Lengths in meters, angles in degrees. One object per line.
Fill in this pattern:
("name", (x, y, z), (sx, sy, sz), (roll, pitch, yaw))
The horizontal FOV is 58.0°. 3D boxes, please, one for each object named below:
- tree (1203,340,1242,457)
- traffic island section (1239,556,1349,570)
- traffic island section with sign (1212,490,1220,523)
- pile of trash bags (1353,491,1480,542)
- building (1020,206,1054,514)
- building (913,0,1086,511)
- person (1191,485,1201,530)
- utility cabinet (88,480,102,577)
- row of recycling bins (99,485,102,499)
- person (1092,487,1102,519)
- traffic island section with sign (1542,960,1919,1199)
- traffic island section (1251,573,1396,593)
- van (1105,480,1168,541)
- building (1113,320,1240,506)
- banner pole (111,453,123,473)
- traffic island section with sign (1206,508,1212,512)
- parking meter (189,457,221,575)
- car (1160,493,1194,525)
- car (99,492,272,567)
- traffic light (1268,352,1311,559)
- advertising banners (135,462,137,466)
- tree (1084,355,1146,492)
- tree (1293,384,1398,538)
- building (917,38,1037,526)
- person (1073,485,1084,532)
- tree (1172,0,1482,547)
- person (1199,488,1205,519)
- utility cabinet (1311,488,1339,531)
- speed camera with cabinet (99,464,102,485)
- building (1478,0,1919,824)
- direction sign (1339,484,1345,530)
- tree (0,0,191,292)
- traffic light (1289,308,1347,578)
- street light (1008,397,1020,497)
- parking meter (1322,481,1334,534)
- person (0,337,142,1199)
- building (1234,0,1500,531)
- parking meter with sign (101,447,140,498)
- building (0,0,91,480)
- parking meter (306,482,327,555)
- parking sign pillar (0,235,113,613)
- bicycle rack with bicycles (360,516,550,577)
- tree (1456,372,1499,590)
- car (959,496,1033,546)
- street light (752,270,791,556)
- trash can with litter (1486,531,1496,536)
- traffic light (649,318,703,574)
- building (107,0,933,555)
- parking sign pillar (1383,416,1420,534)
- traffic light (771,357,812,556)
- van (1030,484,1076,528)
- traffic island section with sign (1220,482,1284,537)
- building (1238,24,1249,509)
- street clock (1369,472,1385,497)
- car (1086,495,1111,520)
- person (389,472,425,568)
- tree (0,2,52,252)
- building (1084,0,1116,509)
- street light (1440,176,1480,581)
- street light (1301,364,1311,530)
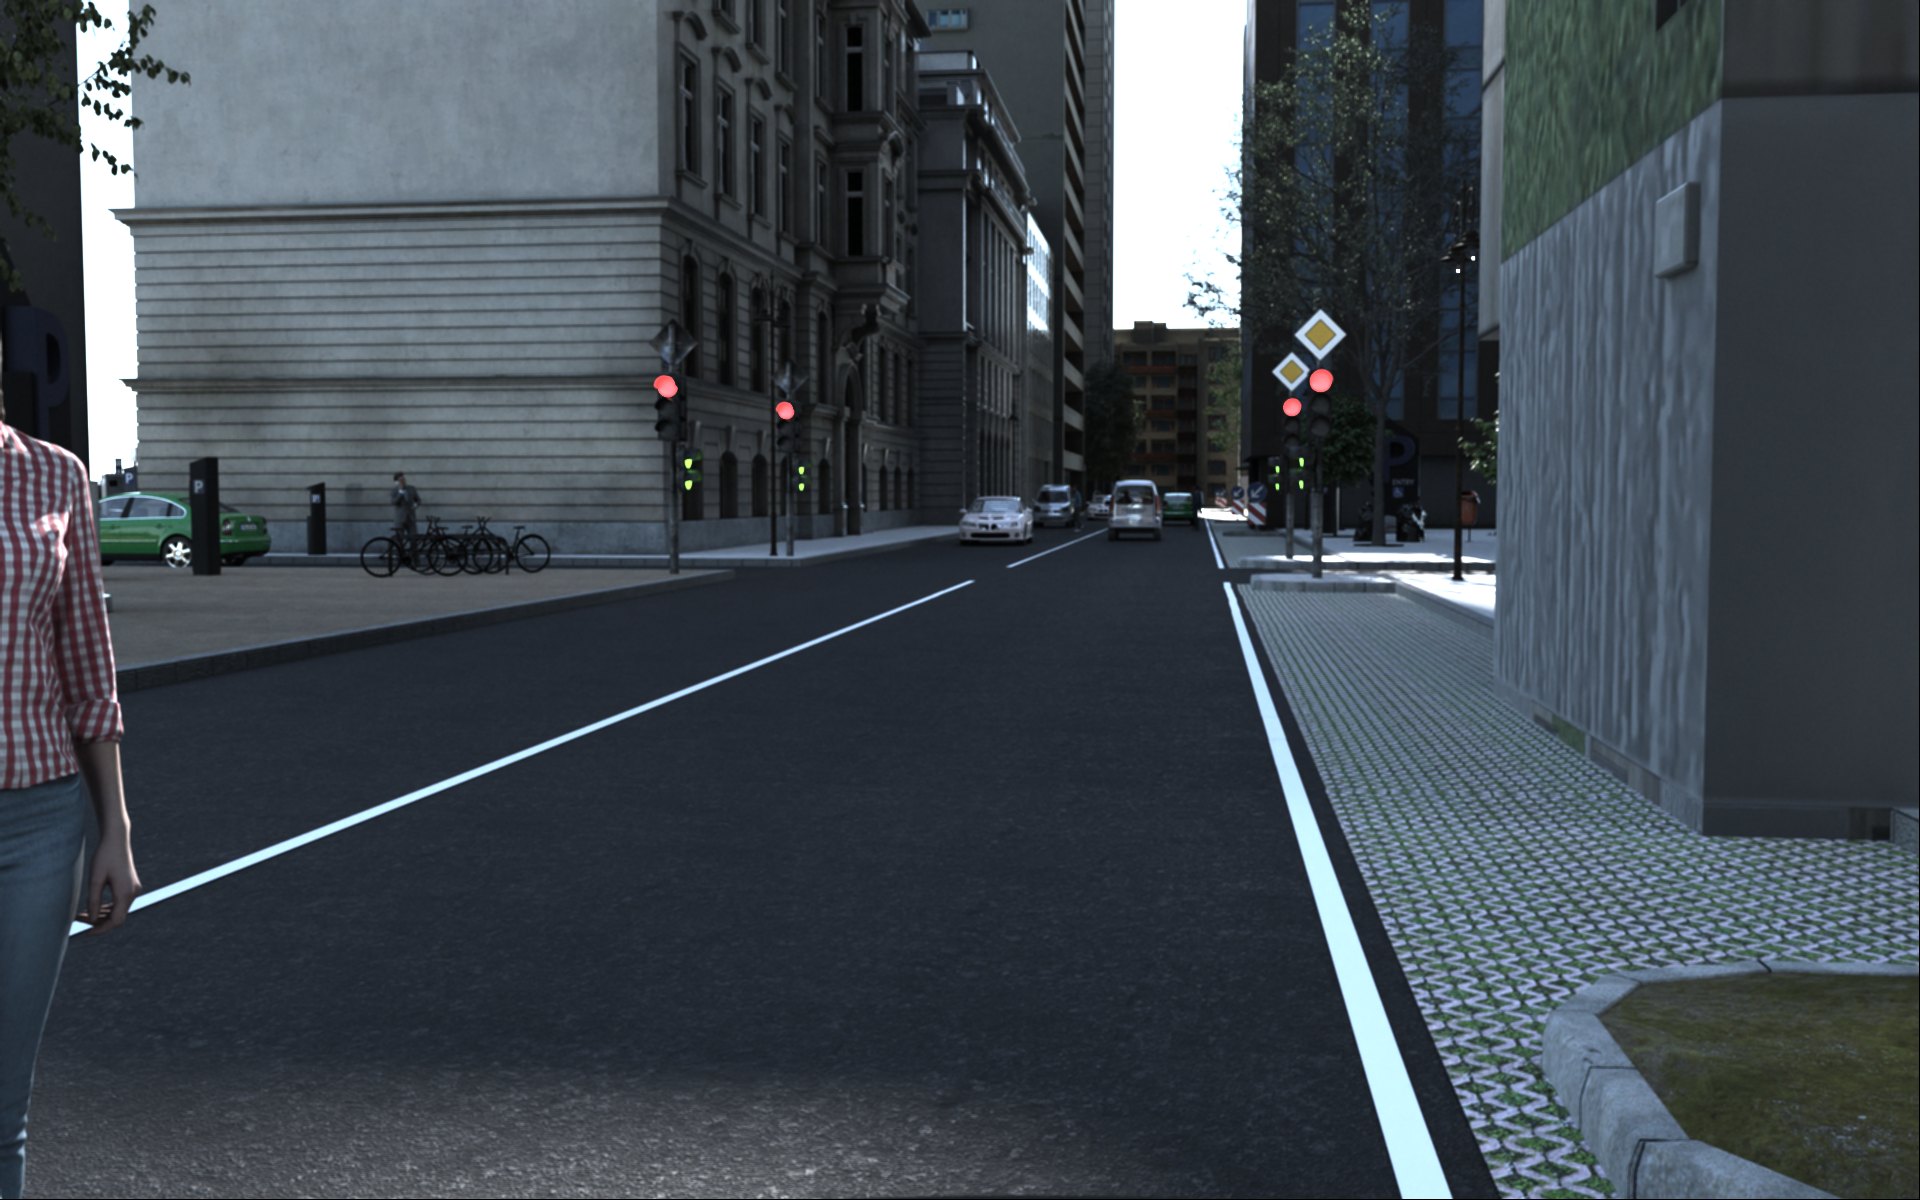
("tree", (19.975, -11.558, 114.734), (9.928, 11.665, 9.643), (0, 3, 0))
("traffic island section", (6.567, -0.741, 34.395), (2.009, 0.180, 2.903), (0, 4, 8))
("traffic island section with sign", (13.577, -4.700, 85.473), (1.989, 1.847, 2.006), (0, 4, 8))
("pile of trash bags", (12.299, -2.267, 46.811), (3.447, 1.369, 1.912), (2, 4, 31))
("building", (-0.350, -15.149, 102.438), (10.420, 20.320, 16.860), (0, 4, 8))
("building", (-2.510, -30.468, 121.857), (21.300, 48.544, 21.600), (0, 4, 8))
("person", (9.518, -3.735, 69.754), (0.419, 1.800, 0.721), (0, 4, 1))
("utility cabinet", (-12.950, -1.045, 25.766), (0.318, 1.500, 1.173), (-2, 4, -27))
("row of recycling bins", (-38.095, -4.108, 74.279), (1.069, 1.692, 3.534), (2, 4, 32))
("person", (7.995, -5.615, 100.399), (0.679, 1.850, 0.850), (2, 4, 30))
("traffic island section with sign", (2.371, 0.302, 3.688), (1.989, 1.847, 2.006), (0, 4, 8))
("traffic island section", (5.482, -0.257, 26.484), (2.009, 0.180, 2.903), (0, 4, 8))
("van", (5.567, -2.925, 54.829), (2.013, 2.044, 4.112), (0, 4, 7))
("building", (22.764, -22.113, 206.580), (28.899, 21.520, 27.650), (0, 4, 8))
("banner pole", (-51.129, -7.031, 104.971), (0.401, 3.779, 0.863), (3, 5, 39))
("traffic island section with sign", (20.431, -7.756, 135.440), (1.989, 1.847, 2.006), (0, 4, 8))
("parking meter", (-11.946, -1.326, 27.398), (0.399, 1.863, 0.255), (1, 4, 21))
("car", (10.112, -4.386, 80.514), (1.959, 1.807, 4.718), (0, 4, 6))
("car", (-15.457, -1.457, 32.616), (4.718, 1.807, 1.959), (1, 4, 9))
("traffic light", (6.529, -2.775, 34.287), (0.839, 4.253, 0.868), (0, 4, 8))
("advertising banners", (-40.284, -5.379, 84.129), (0.090, 3.025, 2.074), (0, 4, -7))
("tree", (12.626, -15.489, 159.906), (9.857, 13.997, 8.962), (0, 3, 0))
("tree", (11.306, -4.157, 51.676), (4.285, 4.588, 4.351), (0, 3, 0))
("building", (-4.109, -14.690, 81.979), (13.314, 21.916, 24.055), (0, 4, 8))
("person", (4.508, -3.499, 66.047), (0.444, 1.785, 0.601), (0, 4, 6))
("tree", (10.302, -8.073, 42.368), (12.009, 13.543, 11.850), (0, 3, 0))
("person", (14.054, -5.643, 101.023), (0.793, 1.790, 0.793), (3, 5, 44))
("utility cabinet", (12.592, -3.126, 59.787), (1.173, 1.500, 0.318), (-3, 5, -40))
("speed camera with cabinet", (-55.953, -7.288, 113.496), (0.660, 3.252, 2.038), (-2, 4, -34))
("building", (10.967, -20.071, 11.759), (14.154, 41.232, 14.086), (0, 4, 8))
("direction sign", (13.451, -4.231, 61.181), (0.876, 3.537, 0.379), (-1, 4, -13))
("tree", (-7.781, -3.784, 12.228), (4.737, 8.622, 4.395), (0, 3, 0))
("traffic light", (5.444, -2.291, 26.375), (0.839, 4.253, 0.868), (0, 4, 8))
("street light", (2.565, -6.722, 82.699), (0.468, 5.910, 1.993), (0, 4, 8))
("parking meter", (11.915, -3.082, 56.098), (0.255, 1.863, 0.399), (-2, 4, -33))
("person", (-1.484, 0.368, 2.499), (0.388, 1.821, 0.555), (2, 4, 34))
("building", (18.521, -25.601, 68.692), (14.600, 45.320, 14.200), (0, 4, 8))
("parking meter with sign", (-31.128, -4.119, 63.599), (0.543, 3.016, 1.738), (3, 5, 39))
("building", (-39.245, -15.489, 46.757), (24.014, 27.812, 14.314), (0, 4, 8))
("parking meter", (-13.540, -1.714, 36.433), (0.372, 1.533, 0.369), (0, 3, 0))
("parking sign pillar", (-9.886, -1.834, 18.451), (1.447, 3.967, 1.447), (-1, 4, -11))
("bicycle rack with bicycles", (-8.124, -0.894, 27.994), (2.925, 0.926, 2.852), (-1, 4, -18))
("tree", (7.677, -1.742, 23.090), (1.663, 3.219, 1.824), (0, 3, 0))
("car", (1.082, -2.290, 49.804), (2.083, 1.381, 4.827), (0, 4, 6))
("street light", (-3.885, -3.862, 35.940), (0.468, 5.910, 1.993), (0, 4, 8))
("trash can with litter", (16.955, -2.618, 53.860), (1.678, 1.210, 2.233), (3, 5, 45))
("traffic light", (-4.576, -2.374, 27.728), (0.839, 4.253, 0.868), (0, 4, 8))
("building", (-8.979, -14.304, 52.952), (14.460, 24.649, 34.723), (0, 4, 8))
("parking sign pillar", (14.334, -4.165, 56.565), (1.447, 3.967, 1.447), (1, 4, 20))
("traffic light", (-3.491, -2.857, 35.639), (0.839, 4.253, 0.868), (0, 4, 8))
("van", (4.093, -4.152, 74.902), (2.013, 2.044, 4.112), (0, 4, 8))
("traffic island section with sign", (9.932, -3.066, 58.764), (1.989, 1.847, 2.006), (0, 4, 8))
("building", (31.970, -28.766, 153.912), (14.154, 41.232, 14.086), (0, 4, 8))
("street clock", (12.944, -3.014, 53.848), (0.471, 2.002, 0.358), (1, 4, 16))
("car", (8.027, -5.100, 95.751), (2.083, 1.381, 4.827), (0, 4, 7))
("person", (-10.372, -1.482, 32.542), (0.655, 1.846, 0.447), (-3, 4, -36))
("tree", (-13.307, -4.337, 21.279), (4.360, 8.622, 3.978), (0, 3, 0))
("building", (5.007, -45.124, 176.022), (20.611, 71.187, 20.563), (0, 4, 8))
("street light", (7.398, -3.229, 25.579), (0.468, 5.910, 1.993), (0, 4, 8))
("street light", (12.362, -5.429, 61.547), (0.468, 5.910, 1.993), (0, 4, 8))
